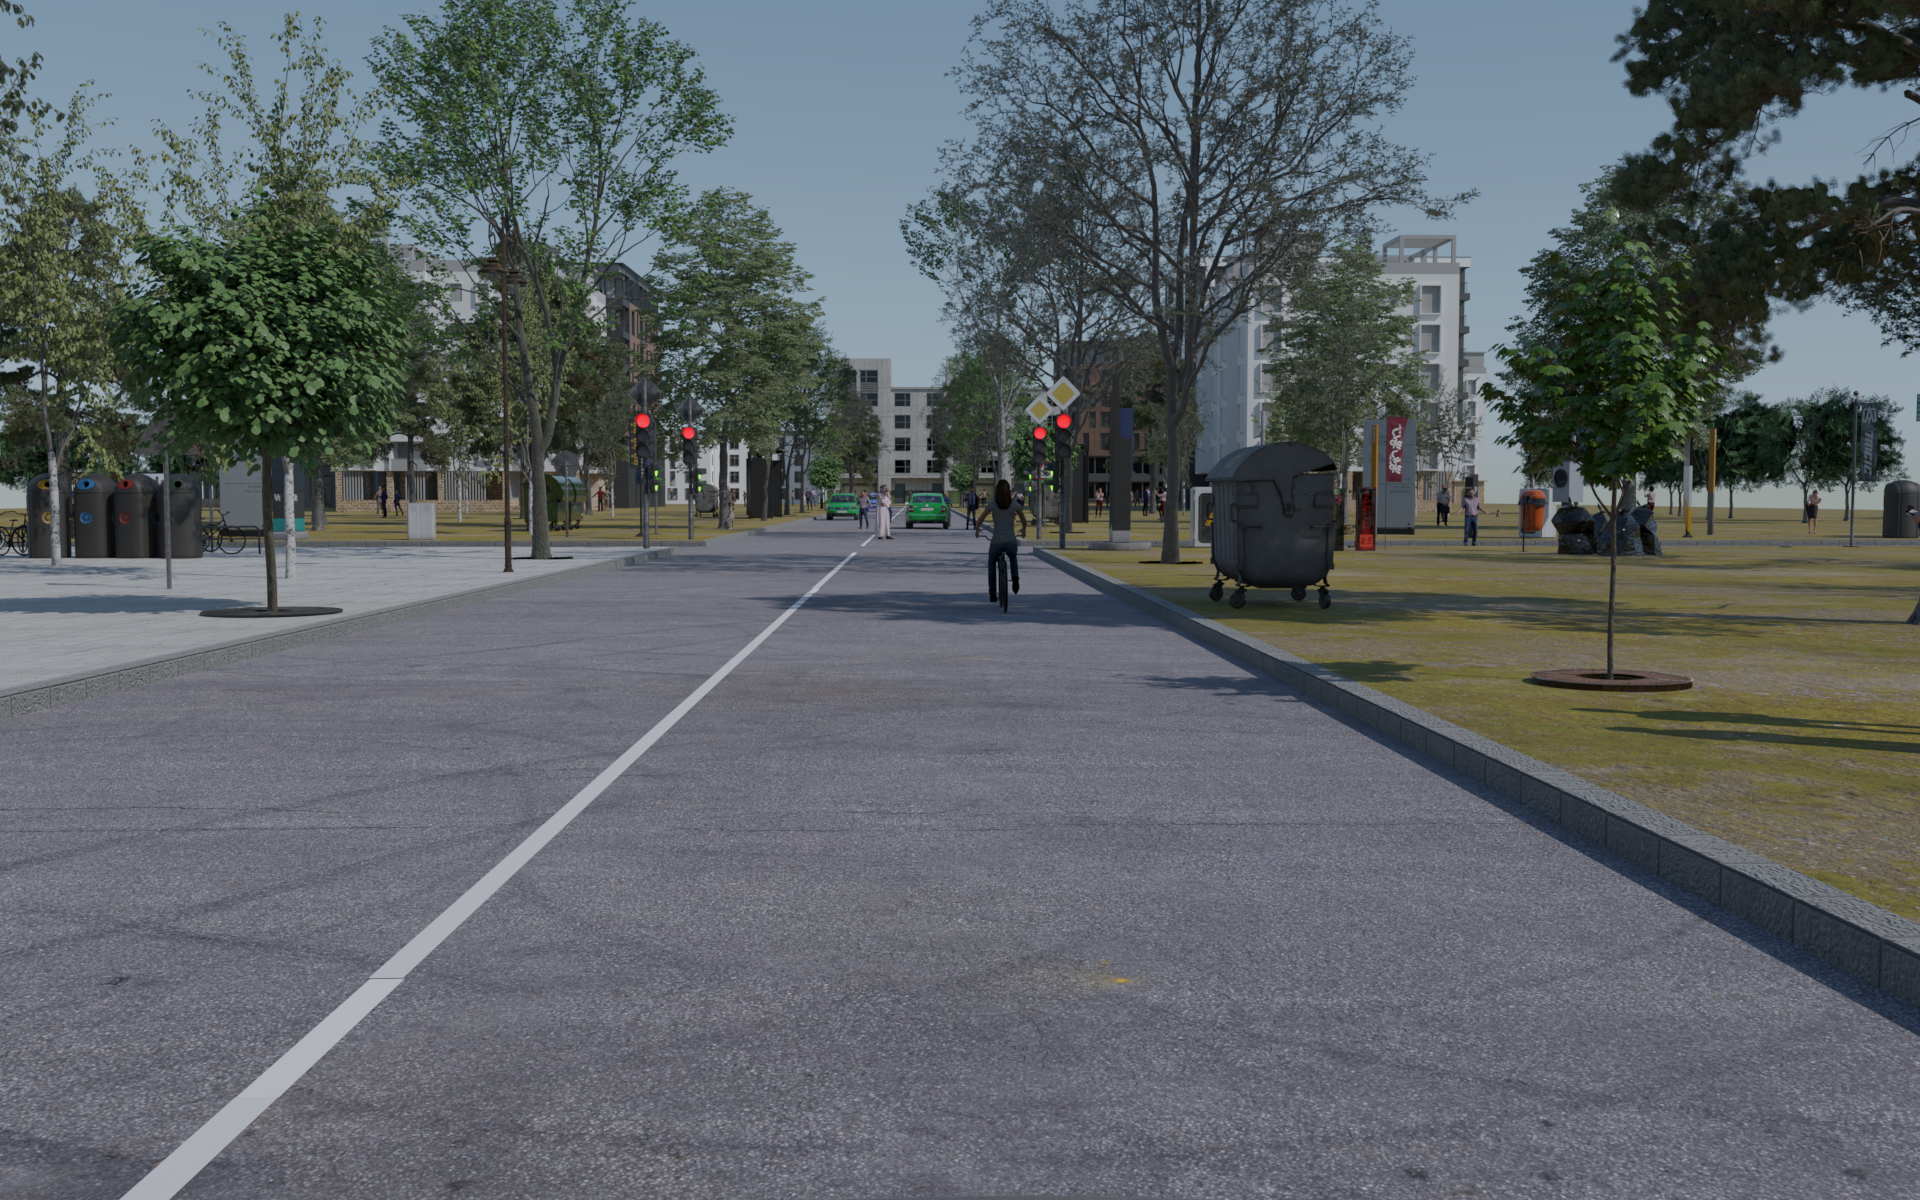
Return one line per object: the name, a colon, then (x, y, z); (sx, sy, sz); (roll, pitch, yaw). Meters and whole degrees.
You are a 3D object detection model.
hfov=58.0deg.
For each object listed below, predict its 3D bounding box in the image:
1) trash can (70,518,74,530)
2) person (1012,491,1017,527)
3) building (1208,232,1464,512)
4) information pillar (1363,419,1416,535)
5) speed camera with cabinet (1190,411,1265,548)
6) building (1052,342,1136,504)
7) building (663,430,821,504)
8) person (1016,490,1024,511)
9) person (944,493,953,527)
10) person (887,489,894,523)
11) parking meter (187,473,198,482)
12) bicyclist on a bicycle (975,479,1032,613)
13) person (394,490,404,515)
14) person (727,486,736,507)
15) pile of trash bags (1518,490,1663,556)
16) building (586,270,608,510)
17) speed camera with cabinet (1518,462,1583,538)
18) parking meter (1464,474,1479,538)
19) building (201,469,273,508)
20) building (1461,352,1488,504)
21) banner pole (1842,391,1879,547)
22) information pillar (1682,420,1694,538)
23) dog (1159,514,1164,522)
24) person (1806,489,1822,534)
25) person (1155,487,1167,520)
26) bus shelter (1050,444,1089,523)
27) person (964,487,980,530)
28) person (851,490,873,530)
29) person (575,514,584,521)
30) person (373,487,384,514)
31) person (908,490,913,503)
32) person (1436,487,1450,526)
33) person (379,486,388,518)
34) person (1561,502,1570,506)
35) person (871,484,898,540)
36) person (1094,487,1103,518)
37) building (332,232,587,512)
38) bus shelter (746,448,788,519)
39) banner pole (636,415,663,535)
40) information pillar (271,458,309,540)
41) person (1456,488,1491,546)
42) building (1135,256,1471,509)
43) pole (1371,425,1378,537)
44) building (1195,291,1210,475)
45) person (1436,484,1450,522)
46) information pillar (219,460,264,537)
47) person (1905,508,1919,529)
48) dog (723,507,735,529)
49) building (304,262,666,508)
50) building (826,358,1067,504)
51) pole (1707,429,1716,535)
trash can: (-26.631, -2.458, 51.846); (0.748, 1.137, 0.748); (0, 3, 0)
person: (1.903, -3.669, 67.507); (0.593, 1.643, 0.415); (-1, 4, -8)
building: (27.985, -16.785, 130.854); (16.016, 20.091, 11.380); (0, 4, -1)
information pillar: (13.553, -3.878, 54.721); (1.656, 3.620, 0.184); (2, 4, 29)
speed camera with cabinet: (6.549, -2.873, 41.302); (2.038, 3.252, 0.660); (0, 4, 0)
building: (30.038, -24.312, 241.472); (32.646, 21.610, 27.936); (0, 4, -1)
building: (-32.638, -17.639, 230.540); (28.070, 9.664, 9.099); (0, 4, -1)
person: (4.166, -6.804, 119.492); (0.614, 1.554, 0.590); (-2, 4, -31)
person: (-0.520, -3.975, 76.185); (0.574, 1.496, 0.600); (3, 5, 40)
person: (-3.580, -4.722, 86.640); (0.436, 1.711, 0.756); (-2, 4, -24)
parking meter: (-21.164, -2.568, 47.695); (0.399, 1.863, 0.255); (3, 5, 42)
bicyclist on a bicycle: (0.526, -0.695, 21.384); (1.499, 1.676, 1.625); (0, 4, -1)
person: (-33.692, -5.812, 103.768); (0.574, 1.496, 0.600); (-2, 4, -32)
person: (-12.990, -5.541, 97.186); (0.990, 1.755, 0.434); (-2, 4, -26)
pile of trash bags: (13.433, -1.689, 37.362); (1.912, 1.369, 3.447); (-2, 4, -30)
building: (-37.078, -17.406, 141.007); (16.016, 20.091, 11.380); (0, 4, -1)
speed camera with cabinet: (17.091, -3.411, 50.110); (0.660, 3.252, 2.038); (-2, 4, -24)
parking meter: (14.864, -2.730, 50.350); (0.255, 1.863, 0.399); (3, 5, 42)
building: (-68.841, -19.308, 172.105); (11.380, 20.091, 16.016); (0, 4, -1)
building: (63.871, -23.223, 236.110); (11.380, 20.091, 16.016); (0, 4, -1)
banner pole: (21.785, -3.168, 41.821); (0.401, 3.779, 0.863); (-2, 4, -24)
information pillar: (21.487, -3.655, 51.106); (0.183, 3.616, 0.504); (0, 4, 3)
dog: (9.376, -3.783, 79.581); (0.748, 0.427, 0.550); (-3, 4, -36)
person: (27.585, -2.862, 56.017); (0.628, 1.438, 0.799); (-1, 4, -12)
person: (9.976, -4.804, 86.052); (0.517, 1.644, 0.566); (-3, 5, -43)
bus shelter: (4.850, -5.396, 79.504); (1.731, 3.624, 6.357); (0, 4, -1)
person: (0.480, -3.691, 69.671); (0.655, 1.722, 0.431); (-1, 4, -8)
person: (-3.906, -3.623, 69.687); (0.963, 1.587, 0.435); (1, 4, 10)
person: (-18.294, -4.576, 83.067); (0.471, 1.553, 0.569); (2, 4, 33)
person: (-37.407, -6.421, 111.579); (0.434, 1.755, 0.990); (3, 5, 40)
person: (-3.173, -6.358, 113.368); (0.541, 1.710, 0.530); (-3, 5, -40)
person: (19.691, -3.809, 70.525); (0.614, 1.554, 0.590); (-1, 4, -10)
person: (-31.318, -5.334, 93.953); (0.504, 1.737, 0.576); (-1, 4, -10)
person: (26.318, -4.170, 75.153); (0.436, 1.711, 0.756); (-1, 4, -15)
person: (-2.410, -2.772, 54.496); (0.621, 1.740, 0.551); (1, 4, 18)
person: (7.576, -5.306, 94.252); (0.566, 1.644, 0.517); (-3, 5, -42)
building: (-37.309, -16.711, 129.640); (16.016, 20.091, 11.380); (0, 4, -1)
bus shelter: (-10.204, -6.162, 92.031); (1.731, 3.624, 6.357); (0, 4, -1)
banner pole: (-9.898, -3.974, 54.998); (0.863, 3.779, 0.401); (0, 4, -2)
information pillar: (-18.897, -3.627, 48.682); (0.750, 3.857, 0.750); (0, 4, 8)
person: (13.591, -2.178, 46.063); (0.963, 1.587, 0.435); (-1, 4, -8)
building: (33.013, -19.650, 165.246); (27.936, 21.610, 32.646); (0, 4, -1)
pole: (12.248, -3.509, 51.209); (0.158, 3.312, 0.155); (0, 3, 0)
building: (27.750, -17.506, 142.641); (16.016, 20.091, 11.380); (0, 4, -1)
person: (22.203, -4.460, 79.643); (0.600, 1.739, 0.565); (0, 4, -3)
information pillar: (-21.421, -3.702, 51.848); (1.656, 3.620, 0.184); (1, 4, 15)
person: (5.347, -0.156, 9.303); (0.504, 1.737, 0.576); (2, 4, 35)
dog: (-8.601, -3.015, 63.675); (0.800, 0.831, 0.513); (-2, 4, -28)
building: (-46.278, -19.727, 166.503); (32.646, 21.610, 27.936); (0, 4, -1)
building: (-1.908, -22.506, 234.430); (31.486, 18.905, 16.747); (0, 4, -1)
pole: (23.514, -3.690, 54.170); (0.158, 3.312, 0.155); (0, 3, 0)
